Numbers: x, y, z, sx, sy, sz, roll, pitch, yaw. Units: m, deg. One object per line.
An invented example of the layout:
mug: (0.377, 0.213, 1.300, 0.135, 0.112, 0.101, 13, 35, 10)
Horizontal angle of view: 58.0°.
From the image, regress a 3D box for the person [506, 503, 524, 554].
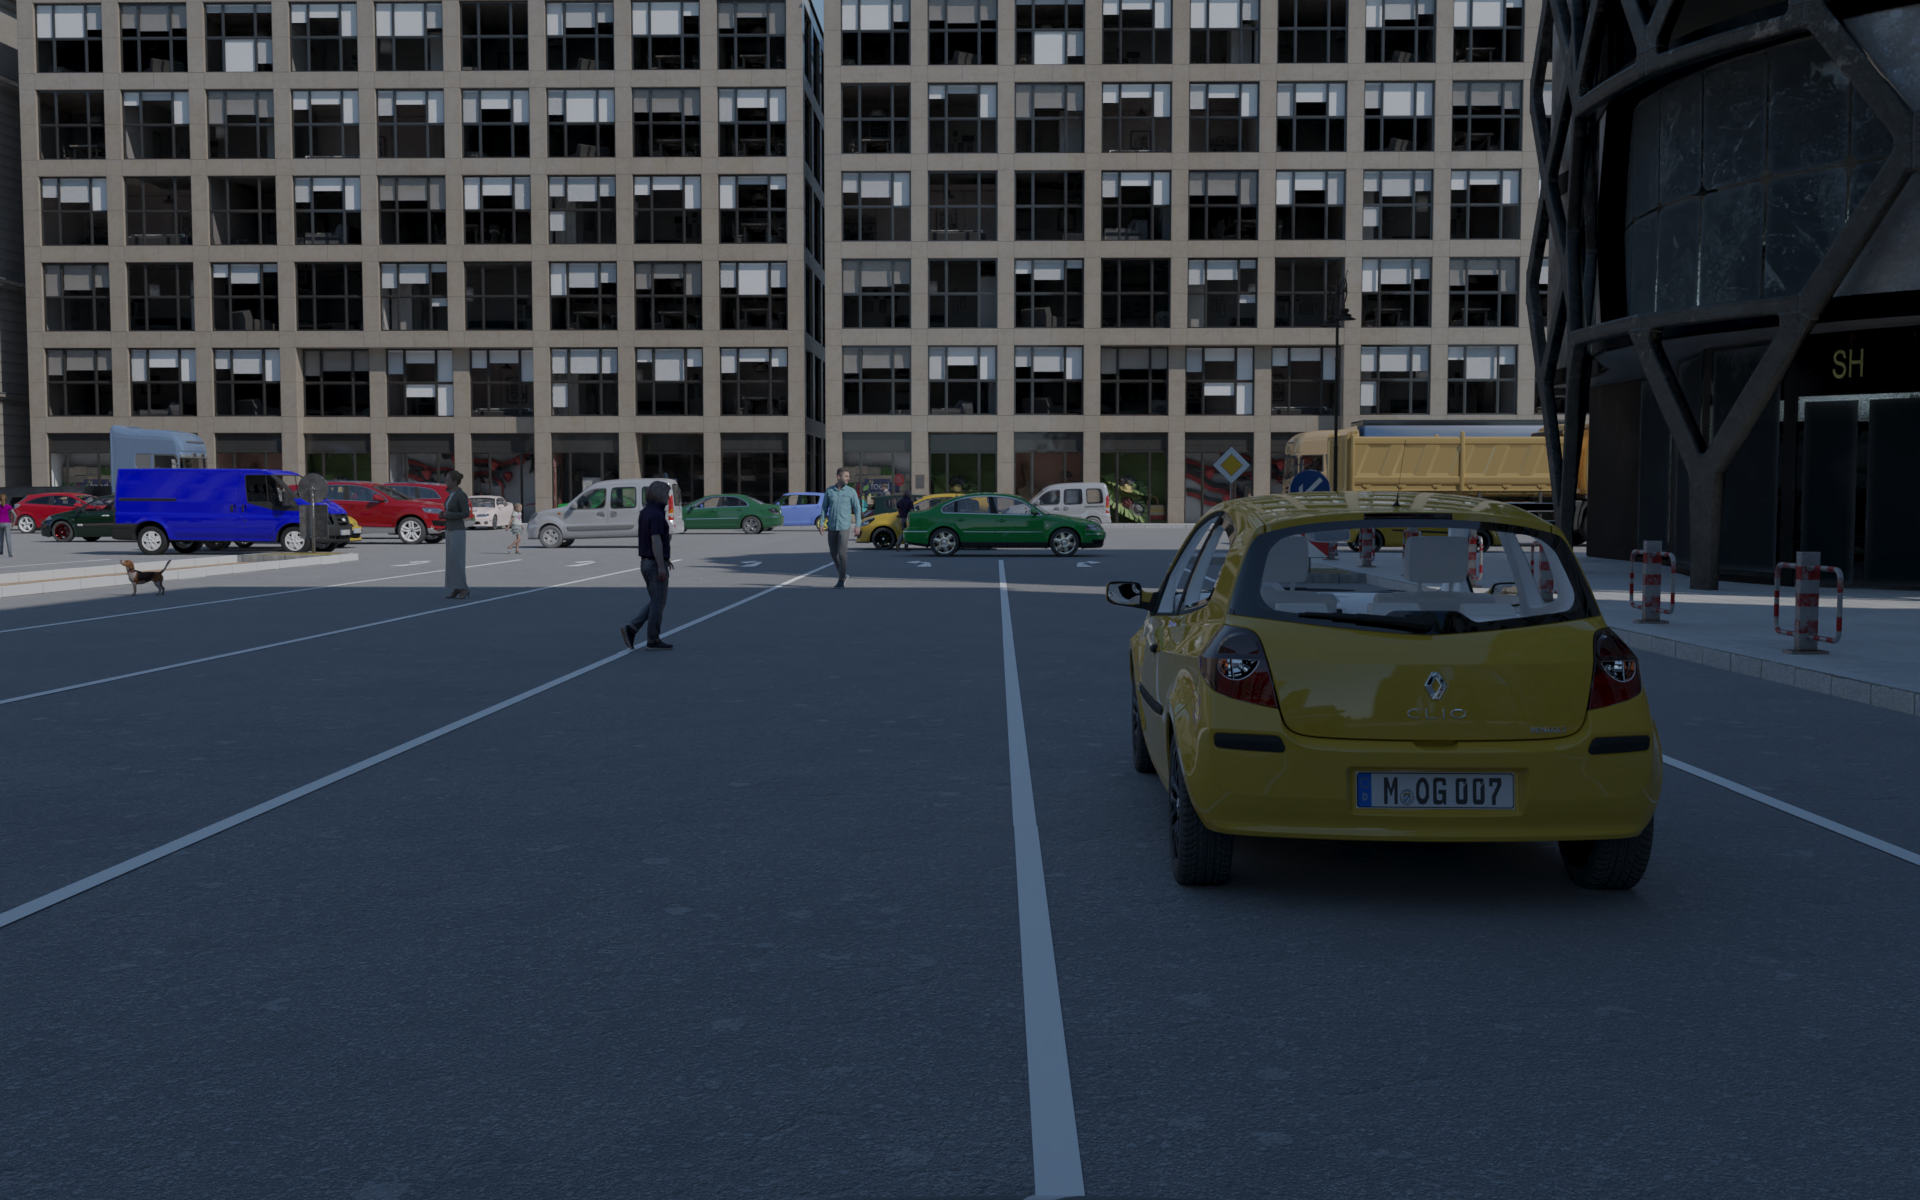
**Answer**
person: (-10.646, -1.713, 41.519, 0.382, 1.210, 0.505, 1, 4, 11)

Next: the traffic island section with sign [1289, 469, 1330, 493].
traffic island section with sign: (5.559, -1.230, 28.743, 1.989, 1.847, 2.006, 0, 4, 1)

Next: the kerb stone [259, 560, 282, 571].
kerb stone: (-13.128, -0.643, 32.711, 0.120, 0.150, 1.000, 0, 4, 1)

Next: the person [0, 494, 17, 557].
person: (-21.675, -1.682, 39.231, 0.726, 1.435, 0.776, -2, 4, -32)

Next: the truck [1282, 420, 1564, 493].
truck: (17.477, -4.741, 66.435, 11.283, 4.237, 2.839, 0, 4, 1)

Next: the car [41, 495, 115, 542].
car: (-25.327, -2.583, 52.013, 4.222, 1.686, 2.009, 0, 4, 3)

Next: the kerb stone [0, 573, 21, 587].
kerb stone: (-15.322, -0.327, 27.545, 0.120, 0.150, 1.000, 0, 4, 1)

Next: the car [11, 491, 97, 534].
car: (-32.268, -3.322, 63.356, 4.494, 1.783, 2.155, 0, 4, 3)

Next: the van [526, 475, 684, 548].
van: (-9.506, -2.409, 46.407, 4.112, 2.044, 2.013, 0, 4, 0)

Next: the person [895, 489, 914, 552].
person: (-1.416, -1.980, 43.078, 0.471, 1.553, 0.569, -1, 4, -20)

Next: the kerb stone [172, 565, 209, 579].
kerb stone: (-13.179, -0.454, 29.613, 0.120, 0.150, 1.000, 0, 4, 1)

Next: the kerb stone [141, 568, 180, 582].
kerb stone: (-13.206, -0.388, 28.577, 0.120, 0.150, 1.000, 0, 4, 1)

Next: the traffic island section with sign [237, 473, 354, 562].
traffic island section with sign: (-14.080, -1.769, 37.066, 2.006, 1.907, 1.989, 0, 4, 1)

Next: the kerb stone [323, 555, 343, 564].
kerb stone: (-13.059, -0.832, 35.796, 0.120, 0.150, 1.000, 0, 4, 1)

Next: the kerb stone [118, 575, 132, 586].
kerb stone: (-13.229, -0.319, 27.540, 0.120, 0.150, 1.000, 0, 4, 1)

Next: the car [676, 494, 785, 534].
car: (-8.777, -3.087, 62.270, 4.920, 1.459, 2.131, 0, 4, 0)

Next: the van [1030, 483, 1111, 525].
van: (3.437, -3.429, 63.074, 4.112, 2.044, 2.013, 0, 4, 1)

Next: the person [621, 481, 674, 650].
person: (-2.853, -0.318, 15.907, 0.471, 1.553, 0.569, 1, 4, 8)

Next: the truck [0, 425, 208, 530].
truck: (-38.758, -4.812, 68.432, 18.799, 4.110, 2.967, 0, 4, -1)

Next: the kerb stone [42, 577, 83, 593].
kerb stone: (-13.269, -0.201, 25.483, 0.120, 0.150, 1.000, 0, 4, 1)

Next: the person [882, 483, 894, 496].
person: (-2.764, -3.478, 65.321, 0.822, 1.834, 0.622, 0, 4, -5)

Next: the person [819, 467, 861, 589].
person: (-1.787, -1.108, 26.485, 0.638, 1.841, 0.748, 1, 4, 22)

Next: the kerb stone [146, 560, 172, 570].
kerb stone: (-15.228, -0.641, 32.689, 0.120, 0.150, 1.000, 0, 4, 1)

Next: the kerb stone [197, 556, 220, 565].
kerb stone: (-15.176, -0.768, 34.757, 0.120, 0.150, 1.000, 0, 4, 1)

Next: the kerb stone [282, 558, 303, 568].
kerb stone: (-13.102, -0.701, 33.739, 0.120, 0.150, 1.000, 0, 4, 1)

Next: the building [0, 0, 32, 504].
building: (-53.502, -18.030, 82.181, 23.554, 28.519, 14.401, 0, 4, 1)

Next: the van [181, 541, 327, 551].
van: (-17.855, -2.255, 43.889, 4.112, 2.044, 2.013, 0, 4, 1)

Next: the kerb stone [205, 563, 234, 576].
kerb stone: (-13.164, -0.517, 30.647, 0.120, 0.150, 1.000, 0, 4, 1)

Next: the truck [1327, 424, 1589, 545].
truck: (15.285, -3.182, 47.944, 9.791, 3.379, 3.469, 0, 4, -1)

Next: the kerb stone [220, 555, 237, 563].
kerb stone: (-15.158, -0.831, 35.786, 0.120, 0.150, 1.000, 0, 4, 1)

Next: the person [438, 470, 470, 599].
person: (-6.974, -0.903, 23.813, 0.362, 1.759, 0.519, -3, 4, -39)

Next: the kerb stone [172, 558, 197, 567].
kerb stone: (-15.198, -0.705, 33.720, 0.120, 0.150, 1.000, 0, 4, 1)

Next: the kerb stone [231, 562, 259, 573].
kerb stone: (-13.142, -0.576, 31.675, 0.120, 0.150, 1.000, 0, 4, 1)

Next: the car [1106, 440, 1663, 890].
car: (1.682, 0.152, 7.731, 2.015, 1.641, 3.980, 0, 4, 3)

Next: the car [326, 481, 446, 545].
car: (-17.152, -2.528, 50.010, 5.304, 1.827, 2.281, 0, 4, 2)

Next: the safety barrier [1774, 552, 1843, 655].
safety barrier: (6.800, 0.023, 13.903, 0.300, 0.817, 1.120, 0, 4, 1)

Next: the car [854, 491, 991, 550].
car: (-0.744, -2.124, 44.950, 3.980, 1.641, 2.015, 0, 4, 2)

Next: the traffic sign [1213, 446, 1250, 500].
traffic sign: (5.687, -2.001, 36.355, 0.795, 2.450, 0.064, 0, 4, 1)

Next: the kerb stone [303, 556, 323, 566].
kerb stone: (-13.085, -0.769, 34.766, 0.120, 0.150, 1.000, 0, 4, 1)

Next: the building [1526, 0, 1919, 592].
building: (17.839, -9.729, 26.523, 16.820, 18.784, 16.811, 0, 4, 1)

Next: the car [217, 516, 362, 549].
car: (-17.968, -2.188, 46.001, 3.980, 1.641, 2.015, 0, 4, 1)

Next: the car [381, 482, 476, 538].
car: (-18.323, -2.873, 55.654, 5.304, 1.827, 2.281, 0, 4, 2)

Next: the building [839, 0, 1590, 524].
building: (11.400, -17.051, 83.299, 34.151, 26.468, 19.350, 0, 4, 1)

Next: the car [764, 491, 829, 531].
car: (-6.483, -3.524, 67.202, 3.694, 1.707, 1.945, 0, 4, 2)

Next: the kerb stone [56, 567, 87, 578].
kerb stone: (-15.286, -0.453, 29.607, 0.120, 0.150, 1.000, 0, 4, 1)

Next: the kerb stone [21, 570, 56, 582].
kerb stone: (-15.299, -0.389, 28.577, 0.120, 0.150, 1.000, 0, 4, 1)

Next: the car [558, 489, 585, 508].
car: (-13.960, -3.750, 70.112, 4.718, 1.807, 1.959, 0, 4, 0)

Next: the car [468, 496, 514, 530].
car: (-19.381, -3.538, 70.208, 2.083, 1.381, 4.827, 0, 4, -1)

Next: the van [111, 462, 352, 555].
van: (-17.255, -2.259, 41.317, 5.245, 2.365, 2.240, 0, 4, 2)

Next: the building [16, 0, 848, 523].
building: (-23.554, -17.129, 84.581, 34.151, 26.468, 19.350, 0, 4, 1)

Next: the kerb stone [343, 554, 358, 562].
kerb stone: (-13.041, -0.894, 36.831, 0.120, 0.150, 1.000, 0, 4, 1)

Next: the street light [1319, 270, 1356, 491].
street light: (7.796, -3.859, 35.890, 0.468, 5.910, 1.993, 0, 4, 1)

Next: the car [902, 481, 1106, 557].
car: (1.026, -1.919, 40.166, 4.718, 1.807, 1.959, 0, 4, 2)

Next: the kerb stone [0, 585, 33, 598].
kerb stone: (-13.291, -0.134, 24.454, 0.120, 0.150, 1.000, 0, 4, 1)

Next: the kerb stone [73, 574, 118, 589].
kerb stone: (-13.249, -0.264, 26.511, 0.120, 0.150, 1.000, 0, 4, 1)

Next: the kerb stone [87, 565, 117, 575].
kerb stone: (-15.267, -0.513, 30.634, 0.120, 0.150, 1.000, 0, 4, 1)

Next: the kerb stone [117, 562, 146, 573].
kerb stone: (-15.241, -0.579, 31.662, 0.120, 0.150, 1.000, 0, 4, 1)

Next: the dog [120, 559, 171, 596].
dog: (-11.519, -0.319, 24.510, 0.406, 0.507, 0.540, 2, 4, 30)

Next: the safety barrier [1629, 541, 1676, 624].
safety barrier: (6.864, -0.178, 17.183, 0.300, 0.817, 1.120, 0, 4, 1)

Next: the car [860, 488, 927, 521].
car: (-1.046, -2.676, 53.535, 4.222, 1.686, 2.009, 0, 4, 2)
